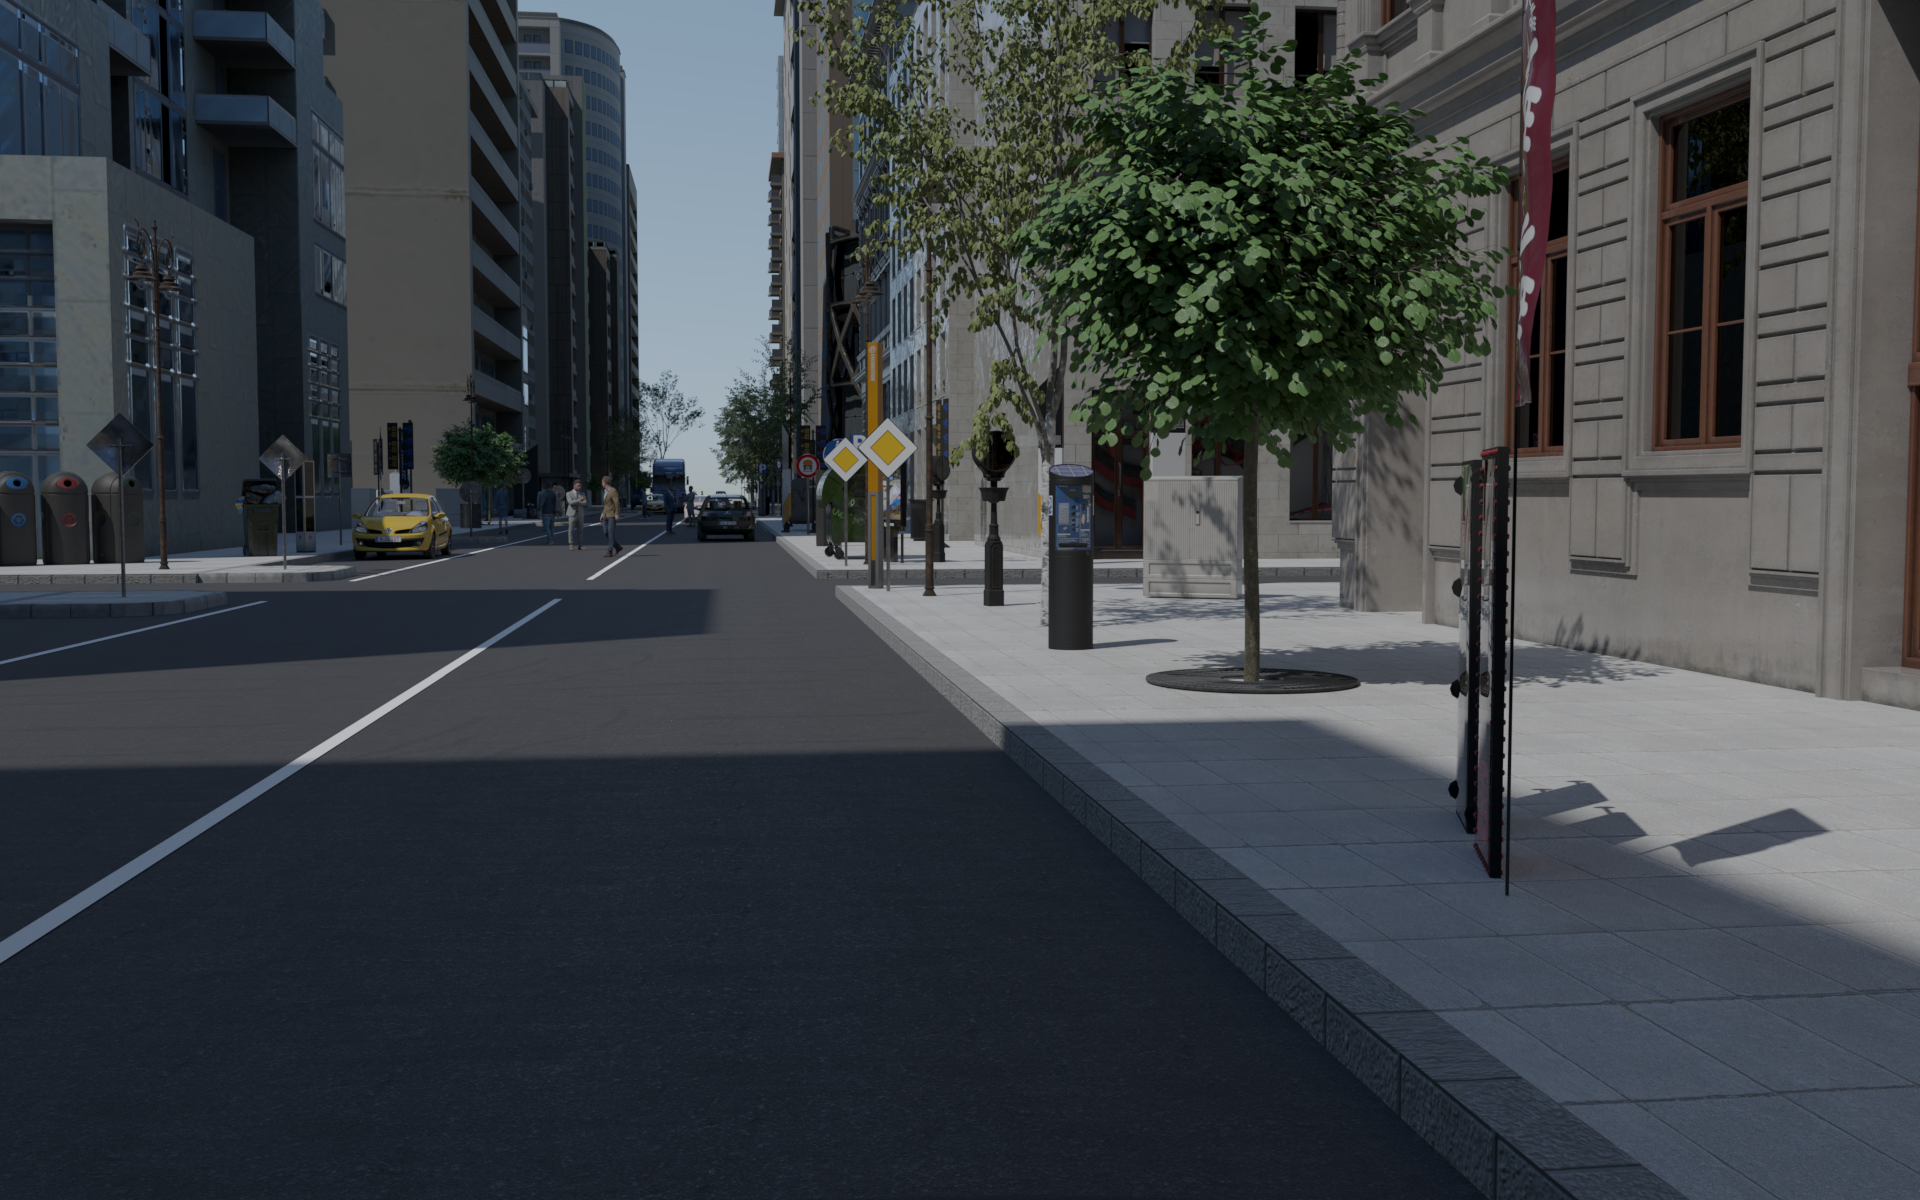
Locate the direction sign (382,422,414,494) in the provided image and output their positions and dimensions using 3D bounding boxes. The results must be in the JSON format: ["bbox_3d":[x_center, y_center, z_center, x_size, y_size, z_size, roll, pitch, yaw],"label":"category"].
[{"bbox_3d":[-17.722,-3.848,54.914,0.876,3.537,0.379,1,4,10],"label":"direction sign"}]

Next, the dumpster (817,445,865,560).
[{"bbox_3d":[-2.059,-1.960,34.546,1.502,2.255,1.985,0,4,-8],"label":"dumpster"}]

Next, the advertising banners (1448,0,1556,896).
[{"bbox_3d":[1.839,-0.597,5.950,0.090,3.025,2.074,1,4,11],"label":"advertising banners"}]

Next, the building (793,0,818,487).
[{"bbox_3d":[-2.547,-36.370,136.646,21.231,58.520,28.212,0,4,-8],"label":"building"}]

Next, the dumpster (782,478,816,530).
[{"bbox_3d":[-5.622,-3.396,61.289,1.264,1.857,1.865,0,4,-8],"label":"dumpster"}]

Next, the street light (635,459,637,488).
[{"bbox_3d":[-35.085,-13.154,187.863,0.468,5.910,1.993,0,4,-8],"label":"street light"}]

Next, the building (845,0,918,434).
[{"bbox_3d":[1.231,-15.007,74.238,11.050,23.489,19.941,0,4,-8],"label":"building"}]

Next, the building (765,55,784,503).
[{"bbox_3d":[-17.114,-57.214,248.116,22.319,86.520,31.000,0,4,-8],"label":"building"}]

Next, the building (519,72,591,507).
[{"bbox_3d":[-42.763,-29.360,163.624,14.154,41.232,14.086,0,4,-8],"label":"building"}]

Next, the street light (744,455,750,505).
[{"bbox_3d":[-21.925,-12.661,179.792,0.468,5.910,1.993,0,4,-8],"label":"street light"}]

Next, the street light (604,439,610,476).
[{"bbox_3d":[-28.983,-10.377,142.447,0.468,5.910,1.993,0,4,-8],"label":"street light"}]

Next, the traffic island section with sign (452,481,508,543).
[{"bbox_3d":[-14.472,-2.606,51.240,1.989,1.847,2.006,0,4,-8],"label":"traffic island section with sign"}]

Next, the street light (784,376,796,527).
[{"bbox_3d":[-6.652,-5.826,68.042,0.468,5.910,1.993,0,4,-8],"label":"street light"}]

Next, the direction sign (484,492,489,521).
[{"bbox_3d":[-22.185,-5.457,81.216,0.379,3.537,0.876,3,5,39],"label":"direction sign"}]

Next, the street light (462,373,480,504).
[{"bbox_3d":[-18.668,-5.717,66.264,0.468,5.910,1.993,0,4,-8],"label":"street light"}]

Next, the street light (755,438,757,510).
[{"bbox_3d":[-16.887,-10.420,143.157,0.468,5.910,1.993,0,4,-8],"label":"street light"}]

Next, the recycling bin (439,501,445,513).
[{"bbox_3d":[-18.248,-2.884,59.709,0.722,1.027,0.722,3,5,39],"label":"recycling bin"}]

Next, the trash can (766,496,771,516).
[{"bbox_3d":[-11.621,-5.594,103.122,0.748,1.137,0.748,0,3,0],"label":"trash can"}]

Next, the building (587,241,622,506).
[{"bbox_3d":[-45.730,-25.883,194.895,14.160,30.474,14.107,0,4,-8],"label":"building"}]

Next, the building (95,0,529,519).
[{"bbox_3d":[-40.360,-49.077,115.088,22.319,86.520,31.000,0,4,-8],"label":"building"}]

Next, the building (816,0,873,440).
[{"bbox_3d":[-2.246,-28.478,115.729,14.600,45.320,14.200,0,4,-8],"label":"building"}]

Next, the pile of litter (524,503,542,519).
[{"bbox_3d":[-21.852,-4.595,89.100,1.176,0.858,1.719,0,4,-6],"label":"pile of litter"}]

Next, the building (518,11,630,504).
[{"bbox_3d":[-52.588,-41.130,214.468,21.231,58.520,28.212,0,4,-8],"label":"building"}]

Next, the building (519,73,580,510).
[{"bbox_3d":[-48.594,-27.625,143.543,32.217,40.220,23.993,0,4,-8],"label":"building"}]

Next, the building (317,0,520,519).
[{"bbox_3d":[-34.547,-28.398,88.011,21.300,48.544,21.600,0,4,-8],"label":"building"}]

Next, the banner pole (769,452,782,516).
[{"bbox_3d":[-10.800,-6.820,101.519,0.863,3.779,0.401,-1,4,-12],"label":"banner pole"}]

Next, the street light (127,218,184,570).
[{"bbox_3d":[-13.549,-3.457,29.312,0.468,5.910,1.993,0,4,-8],"label":"street light"}]

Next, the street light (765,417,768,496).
[{"bbox_3d":[-11.677,-8.067,104.679,0.468,5.910,1.993,0,4,-8],"label":"street light"}]

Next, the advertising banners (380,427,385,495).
[{"bbox_3d":[-15.341,-3.045,45.972,0.090,3.025,2.074,-1,4,-17],"label":"advertising banners"}]

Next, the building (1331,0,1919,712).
[{"bbox_3d":[10.534,-10.636,10.056,11.583,22.565,21.152,0,4,-8],"label":"building"}]

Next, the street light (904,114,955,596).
[{"bbox_3d":[-0.383,-2.987,21.620,0.468,5.910,1.993,0,4,-8],"label":"street light"}]

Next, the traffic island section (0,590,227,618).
[{"bbox_3d":[-10.431,0.044,21.564,2.009,0.180,2.903,0,4,-8],"label":"traffic island section"}]

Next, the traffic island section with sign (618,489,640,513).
[{"bbox_3d":[-24.959,-7.321,128.325,1.989,1.847,2.006,0,4,-8],"label":"traffic island section with sign"}]

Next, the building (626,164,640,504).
[{"bbox_3d":[-55.865,-37.692,239.971,21.300,48.544,21.600,0,4,-8],"label":"building"}]

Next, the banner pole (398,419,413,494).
[{"bbox_3d":[-18.627,-4.177,58.303,0.863,3.779,0.401,2,4,35],"label":"banner pole"}]

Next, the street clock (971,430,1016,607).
[{"bbox_3d":[0.387,-0.932,19.806,0.471,2.002,0.358,-1,4,-20],"label":"street clock"}]

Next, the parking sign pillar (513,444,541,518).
[{"bbox_3d":[-23.366,-6.412,93.305,1.447,3.967,1.447,0,4,-5],"label":"parking sign pillar"}]

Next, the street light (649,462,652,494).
[{"bbox_3d":[-40.212,-15.424,224.969,0.468,5.910,1.993,0,4,-8],"label":"street light"}]

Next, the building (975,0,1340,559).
[{"bbox_3d":[9.398,-11.289,39.328,16.860,20.320,10.420,0,4,-8],"label":"building"}]

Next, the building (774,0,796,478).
[{"bbox_3d":[-2.831,-35.238,165.376,28.713,52.752,27.495,0,4,-8],"label":"building"}]

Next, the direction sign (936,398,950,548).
[{"bbox_3d":[-0.421,-3.019,41.352,0.379,3.537,0.876,-1,4,-19],"label":"direction sign"}]

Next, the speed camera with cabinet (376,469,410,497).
[{"bbox_3d":[-24.360,-4.867,73.917,0.660,3.252,2.038,1,4,22],"label":"speed camera with cabinet"}]

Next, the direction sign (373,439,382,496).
[{"bbox_3d":[-23.827,-4.831,70.981,0.379,3.537,0.876,-3,5,-41],"label":"direction sign"}]

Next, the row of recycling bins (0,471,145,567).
[{"bbox_3d":[-16.648,-1.476,31.251,3.534,1.692,1.069,-3,5,-45],"label":"row of recycling bins"}]

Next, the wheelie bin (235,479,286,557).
[{"bbox_3d":[-14.409,-1.703,35.758,0.980,1.594,0.693,-2,4,-31],"label":"wheelie bin"}]

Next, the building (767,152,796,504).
[{"bbox_3d":[-13.085,-34.566,219.784,22.147,44.769,28.867,0,4,-8],"label":"building"}]

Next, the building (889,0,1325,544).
[{"bbox_3d":[3.714,-12.292,55.718,10.420,20.320,16.860,0,4,-8],"label":"building"}]

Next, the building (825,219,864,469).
[{"bbox_3d":[0.750,-14.131,98.498,16.820,18.784,16.811,0,4,-8],"label":"building"}]

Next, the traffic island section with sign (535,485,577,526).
[{"bbox_3d":[-18.204,-4.279,78.582,1.989,1.847,2.006,0,4,-8],"label":"traffic island section with sign"}]

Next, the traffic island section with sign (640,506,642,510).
[{"bbox_3d":[-28.619,-8.973,155.340,1.989,1.847,2.006,0,4,-8],"label":"traffic island section with sign"}]

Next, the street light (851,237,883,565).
[{"bbox_3d":[-1.679,-3.585,31.399,0.468,5.910,1.993,0,4,-8],"label":"street light"}]

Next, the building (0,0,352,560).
[{"bbox_3d":[-29.442,-44.774,44.726,22.319,86.520,31.000,0,4,-8],"label":"building"}]

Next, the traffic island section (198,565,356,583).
[{"bbox_3d":[-11.507,-0.440,29.477,2.009,0.180,2.903,0,4,-8],"label":"traffic island section"}]

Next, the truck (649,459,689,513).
[{"bbox_3d":[-22.898,-9.023,137.285,2.967,4.110,18.799,-1,4,-8],"label":"truck"}]

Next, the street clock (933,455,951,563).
[{"bbox_3d":[-0.404,-1.708,32.489,0.358,2.002,0.471,2,4,35],"label":"street clock"}]

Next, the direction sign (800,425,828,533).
[{"bbox_3d":[-4.833,-3.978,57.045,0.876,3.537,0.379,-1,4,-16],"label":"direction sign"}]

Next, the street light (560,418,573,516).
[{"bbox_3d":[-23.890,-8.132,105.742,0.468,5.910,1.993,0,4,-8],"label":"street light"}]
